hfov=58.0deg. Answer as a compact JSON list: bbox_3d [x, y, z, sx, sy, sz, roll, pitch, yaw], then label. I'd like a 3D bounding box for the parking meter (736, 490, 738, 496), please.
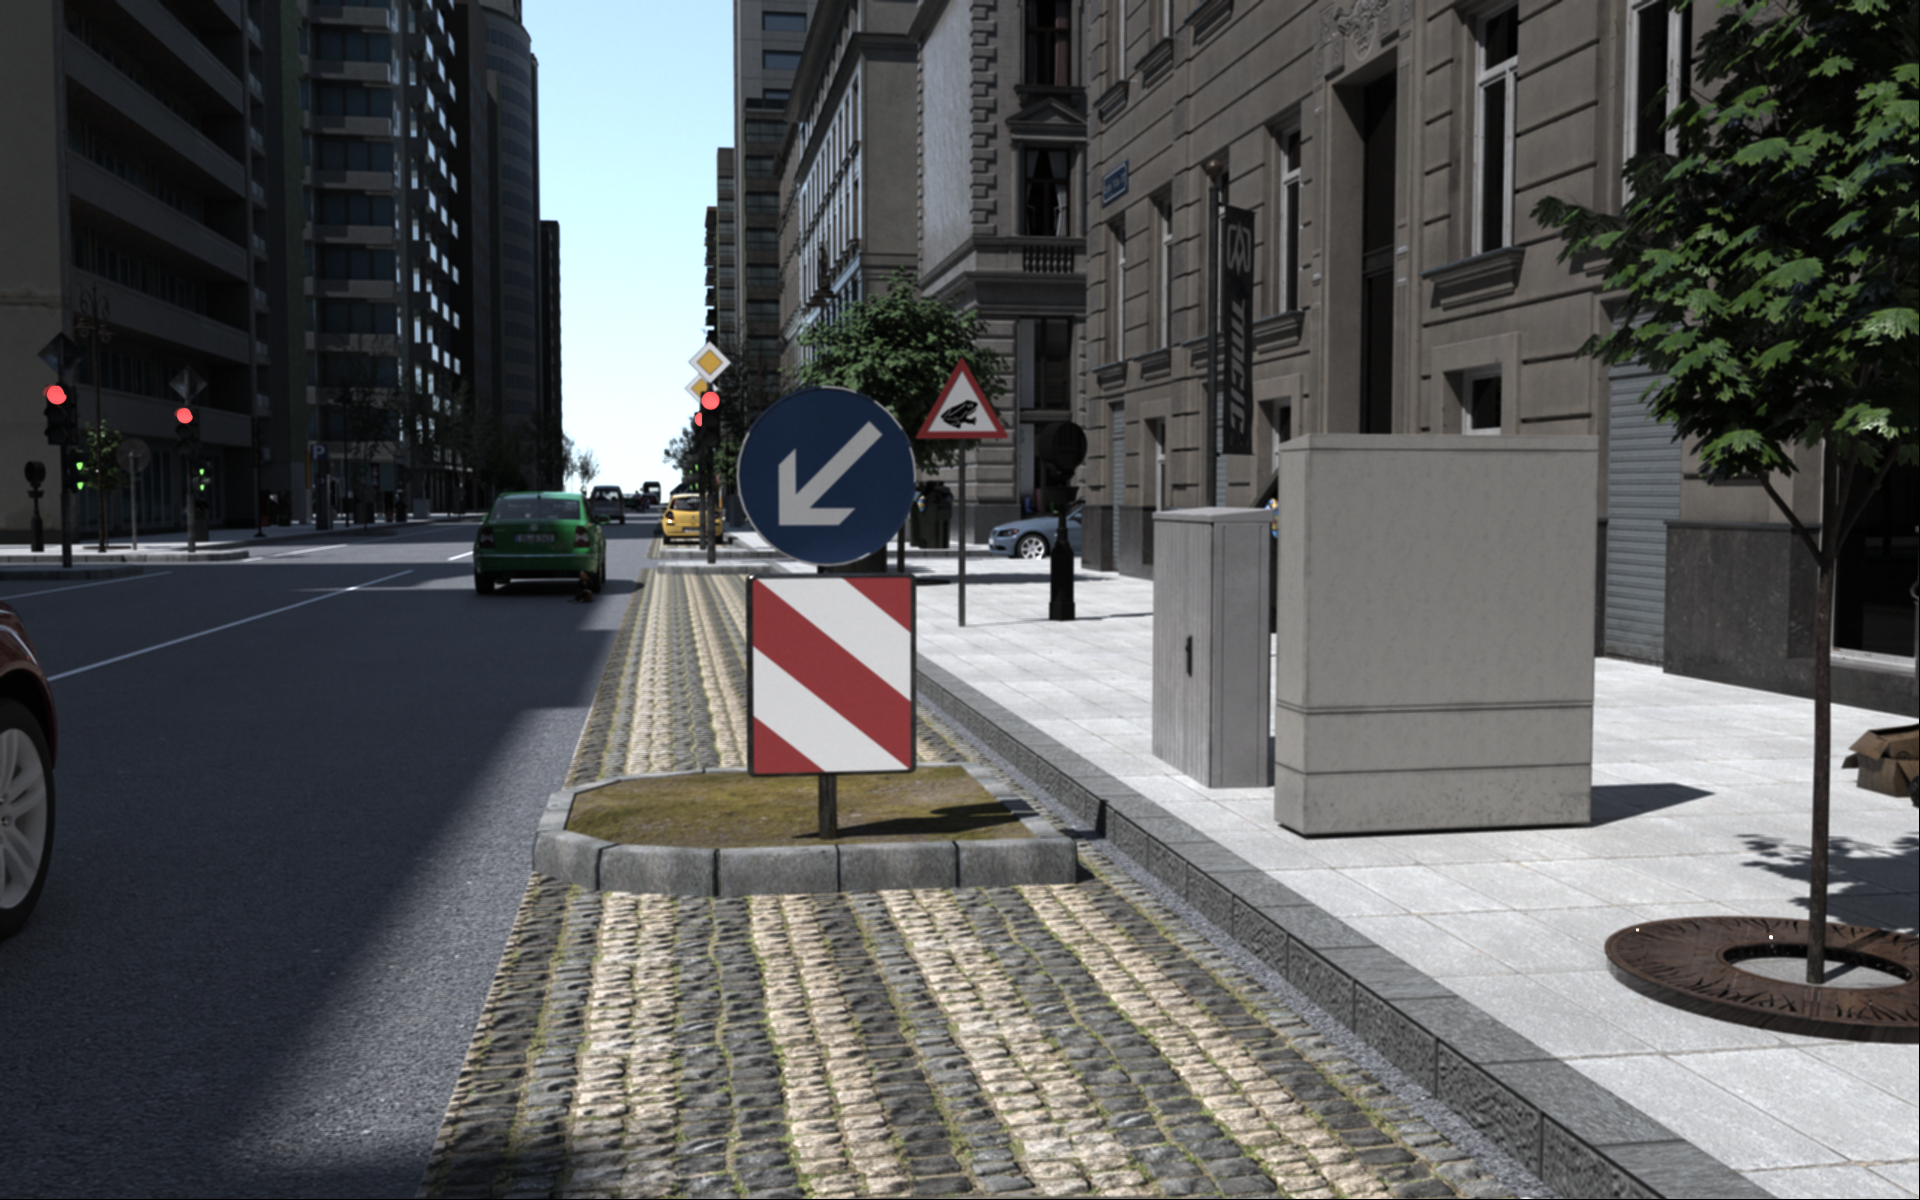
[{"bbox_3d":[-14.604,-6.537,112.586,0.399,1.863,0.255,-3,4,-37],"label":"parking meter"}]

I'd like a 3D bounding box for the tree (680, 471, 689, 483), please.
[{"bbox_3d":[-24.643,-11.357,169.401,4.285,4.588,4.351,0,3,0],"label":"tree"}]

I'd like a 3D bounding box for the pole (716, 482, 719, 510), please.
[{"bbox_3d":[-14.140,-6.544,100.845,0.158,3.312,0.155,0,3,0],"label":"pole"}]

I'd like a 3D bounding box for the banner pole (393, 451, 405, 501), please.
[{"bbox_3d":[-32.271,-6.699,99.541,0.863,3.779,0.401,1,4,17],"label":"banner pole"}]

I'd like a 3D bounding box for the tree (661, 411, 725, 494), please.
[{"bbox_3d":[-29.826,-15.991,195.871,8.767,10.594,7.601,0,4,3],"label":"tree"}]

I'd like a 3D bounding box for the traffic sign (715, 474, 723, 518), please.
[{"bbox_3d":[-12.887,-5.739,93.931,0.768,2.556,0.104,0,4,-6],"label":"traffic sign"}]

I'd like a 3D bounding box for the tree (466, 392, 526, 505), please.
[{"bbox_3d":[-33.769,-10.741,125.981,4.737,8.622,4.395,0,3,0],"label":"tree"}]

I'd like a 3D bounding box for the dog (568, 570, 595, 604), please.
[{"bbox_3d":[-5.092,-0.175,23.062,0.550,0.427,0.748,2,4,27],"label":"dog"}]

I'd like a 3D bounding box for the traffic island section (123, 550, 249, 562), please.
[{"bbox_3d":[-16.879,-0.962,38.014,2.009,0.180,2.903,-1,4,-10],"label":"traffic island section"}]

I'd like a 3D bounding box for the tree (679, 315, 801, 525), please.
[{"bbox_3d":[-8.872,-7.398,71.316,4.360,8.622,3.978,0,3,0],"label":"tree"}]

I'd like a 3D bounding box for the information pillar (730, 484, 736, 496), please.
[{"bbox_3d":[-13.922,-6.220,106.196,0.304,2.012,0.304,0,4,1],"label":"information pillar"}]

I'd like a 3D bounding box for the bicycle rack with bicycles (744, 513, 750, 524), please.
[{"bbox_3d":[-8.183,-3.786,75.276,2.852,0.926,2.925,-1,4,-17],"label":"bicycle rack with bicycles"}]

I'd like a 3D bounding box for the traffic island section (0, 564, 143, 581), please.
[{"bbox_3d":[-15.552,-0.481,30.139,2.009,0.180,2.903,-1,4,-10],"label":"traffic island section"}]

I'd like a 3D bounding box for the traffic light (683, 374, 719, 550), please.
[{"bbox_3d":[-5.933,-3.108,39.733,0.839,4.253,0.868,-1,4,-10],"label":"traffic light"}]

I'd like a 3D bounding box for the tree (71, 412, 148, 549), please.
[{"bbox_3d":[-19.950,-2.820,40.716,1.663,3.219,1.824,0,3,0],"label":"tree"}]

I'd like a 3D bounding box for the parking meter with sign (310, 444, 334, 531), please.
[{"bbox_3d":[-22.670,-4.000,61.666,0.543,3.016,1.738,-1,4,-12],"label":"parking meter with sign"}]

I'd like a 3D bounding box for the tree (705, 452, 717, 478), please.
[{"bbox_3d":[-11.380,-6.505,90.063,4.285,4.588,4.351,0,3,0],"label":"tree"}]

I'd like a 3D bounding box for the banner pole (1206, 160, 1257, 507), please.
[{"bbox_3d":[2.051,-1.423,13.278,0.401,3.779,0.863,3,4,38],"label":"banner pole"}]

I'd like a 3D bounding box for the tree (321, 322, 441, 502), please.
[{"bbox_3d":[-25.755,-7.633,75.162,4.360,8.622,3.978,0,3,0],"label":"tree"}]

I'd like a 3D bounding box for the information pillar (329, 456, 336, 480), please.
[{"bbox_3d":[-38.813,-7.085,107.192,0.183,3.616,0.504,1,4,22],"label":"information pillar"}]

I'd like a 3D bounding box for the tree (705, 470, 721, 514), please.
[{"bbox_3d":[-15.865,-7.143,111.395,1.663,3.219,1.824,0,3,0],"label":"tree"}]

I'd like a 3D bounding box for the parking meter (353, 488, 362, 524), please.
[{"bbox_3d":[-25.631,-3.995,73.735,0.372,1.533,0.369,0,3,0],"label":"parking meter"}]

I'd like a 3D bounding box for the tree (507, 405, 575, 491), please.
[{"bbox_3d":[-44.629,-15.206,183.033,8.767,10.594,7.601,0,4,-3],"label":"tree"}]

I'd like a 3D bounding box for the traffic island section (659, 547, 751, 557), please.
[{"bbox_3d":[-5.891,-1.075,39.854,2.009,0.180,2.903,-1,4,-10],"label":"traffic island section"}]

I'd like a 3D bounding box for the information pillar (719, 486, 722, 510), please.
[{"bbox_3d":[-15.834,-7.542,114.670,0.183,3.616,0.504,-2,4,-25],"label":"information pillar"}]

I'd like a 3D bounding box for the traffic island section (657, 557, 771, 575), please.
[{"bbox_3d":[-4.564,-0.593,31.980,2.009,0.180,2.903,-1,4,-10],"label":"traffic island section"}]

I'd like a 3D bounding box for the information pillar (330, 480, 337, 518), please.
[{"bbox_3d":[-33.935,-5.457,93.710,0.304,2.012,0.304,-2,4,-33],"label":"information pillar"}]

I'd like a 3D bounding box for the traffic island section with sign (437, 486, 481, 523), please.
[{"bbox_3d":[-25.186,-4.804,87.181,1.989,1.847,2.006,-1,4,-10],"label":"traffic island section with sign"}]

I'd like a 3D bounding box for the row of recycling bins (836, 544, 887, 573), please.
[{"bbox_3d":[-1.795,-1.347,29.143,1.069,1.692,3.534,-1,4,-9],"label":"row of recycling bins"}]

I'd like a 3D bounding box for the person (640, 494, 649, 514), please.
[{"bbox_3d":[-23.250,-7.066,127.291,0.557,1.426,1.065,-3,5,-44],"label":"person"}]

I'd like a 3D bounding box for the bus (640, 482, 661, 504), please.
[{"bbox_3d":[-46.536,-16.255,260.630,2.948,3.499,13.247,-1,4,-12],"label":"bus"}]

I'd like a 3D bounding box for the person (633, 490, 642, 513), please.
[{"bbox_3d":[-24.566,-7.489,131.879,0.756,1.711,0.436,-1,4,-21],"label":"person"}]

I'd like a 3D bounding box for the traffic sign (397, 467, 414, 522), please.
[{"bbox_3d":[-25.719,-4.908,80.348,0.768,2.556,0.104,0,4,-5],"label":"traffic sign"}]

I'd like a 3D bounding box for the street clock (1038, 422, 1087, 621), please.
[{"bbox_3d":[1.036,-0.793,17.531,0.471,2.002,0.358,-3,4,-38],"label":"street clock"}]

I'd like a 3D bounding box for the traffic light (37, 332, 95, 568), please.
[{"bbox_3d":[-15.511,-2.513,30.012,0.839,4.253,0.868,-1,4,-10],"label":"traffic light"}]

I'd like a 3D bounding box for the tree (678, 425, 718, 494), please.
[{"bbox_3d":[-26.995,-14.006,179.367,4.737,8.622,4.395,0,3,0],"label":"tree"}]

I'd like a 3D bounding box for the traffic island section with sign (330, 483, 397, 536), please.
[{"bbox_3d":[-20.571,-3.133,59.857,1.989,1.847,2.006,-1,4,-10],"label":"traffic island section with sign"}]

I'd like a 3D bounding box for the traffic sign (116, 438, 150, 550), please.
[{"bbox_3d":[-18.886,-2.413,39.564,0.768,2.556,0.104,0,4,-2],"label":"traffic sign"}]

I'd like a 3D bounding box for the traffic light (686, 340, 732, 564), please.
[{"bbox_3d":[-4.605,-2.626,31.859,0.839,4.253,0.868,-1,4,-10],"label":"traffic light"}]

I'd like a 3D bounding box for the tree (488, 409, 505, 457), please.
[{"bbox_3d":[-30.292,-9.503,105.731,4.360,8.622,3.978,0,3,0],"label":"tree"}]

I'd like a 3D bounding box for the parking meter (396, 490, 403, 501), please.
[{"bbox_3d":[-34.644,-6.034,107.064,0.372,1.533,0.369,0,3,0],"label":"parking meter"}]

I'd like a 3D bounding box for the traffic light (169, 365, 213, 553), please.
[{"bbox_3d":[-16.838,-2.995,37.886,0.839,4.253,0.868,-1,4,-10],"label":"traffic light"}]

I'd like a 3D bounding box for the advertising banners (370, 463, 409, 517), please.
[{"bbox_3d":[-31.704,-6.117,96.204,2.074,3.025,0.090,0,4,-5],"label":"advertising banners"}]

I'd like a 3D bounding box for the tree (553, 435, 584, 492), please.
[{"bbox_3d":[-48.127,-15.960,211.300,4.360,8.622,3.978,0,3,0],"label":"tree"}]

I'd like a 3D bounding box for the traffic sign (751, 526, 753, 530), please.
[{"bbox_3d":[-7.484,-3.806,62.334,0.768,2.556,0.104,0,4,-2],"label":"traffic sign"}]

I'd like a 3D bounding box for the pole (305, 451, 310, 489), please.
[{"bbox_3d":[-30.893,-5.397,82.082,0.158,3.312,0.155,0,3,0],"label":"pole"}]

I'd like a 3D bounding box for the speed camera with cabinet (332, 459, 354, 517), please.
[{"bbox_3d":[-35.069,-6.419,99.283,0.660,3.252,2.038,1,4,21],"label":"speed camera with cabinet"}]

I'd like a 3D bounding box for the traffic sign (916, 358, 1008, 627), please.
[{"bbox_3d":[0.018,-1.020,16.686,0.884,2.594,0.081,0,4,0],"label":"traffic sign"}]

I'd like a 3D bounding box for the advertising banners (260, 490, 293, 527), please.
[{"bbox_3d":[-27.399,-4.403,68.172,2.074,3.025,0.090,-2,4,-29],"label":"advertising banners"}]

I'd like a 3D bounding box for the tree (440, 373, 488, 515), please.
[{"bbox_3d":[-28.094,-8.611,91.160,4.360,8.622,3.978,0,3,0],"label":"tree"}]

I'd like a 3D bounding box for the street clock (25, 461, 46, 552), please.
[{"bbox_3d":[-20.456,-2.066,38.352,0.471,2.002,0.358,2,4,34],"label":"street clock"}]

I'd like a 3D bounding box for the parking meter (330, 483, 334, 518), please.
[{"bbox_3d":[-31.539,-4.946,86.576,0.255,1.863,0.399,1,4,22],"label":"parking meter"}]

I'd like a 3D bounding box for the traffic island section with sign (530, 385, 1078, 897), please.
[{"bbox_3d":[-0.712,0.094,7.096,1.989,1.847,2.006,-1,4,-10],"label":"traffic island section with sign"}]

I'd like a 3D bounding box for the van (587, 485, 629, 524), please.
[{"bbox_3d":[-17.027,-4.686,83.626,2.013,2.044,4.112,-1,4,-11],"label":"van"}]

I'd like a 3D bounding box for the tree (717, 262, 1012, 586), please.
[{"bbox_3d":[-0.936,-2.510,24.745,4.285,4.588,4.351,0,3,0],"label":"tree"}]

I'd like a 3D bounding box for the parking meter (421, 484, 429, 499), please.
[{"bbox_3d":[-31.425,-5.873,101.731,0.399,1.863,0.255,0,4,1],"label":"parking meter"}]

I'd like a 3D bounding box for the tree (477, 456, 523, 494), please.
[{"bbox_3d":[-35.296,-9.128,132.959,4.285,4.588,4.351,0,3,0],"label":"tree"}]

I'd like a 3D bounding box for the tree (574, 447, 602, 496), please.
[{"bbox_3d":[-57.123,-19.243,264.979,4.737,8.622,4.395,0,3,0],"label":"tree"}]

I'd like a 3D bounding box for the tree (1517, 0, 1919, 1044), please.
[{"bbox_3d":[2.206,-0.594,4.318,1.663,3.219,1.824,0,3,0],"label":"tree"}]

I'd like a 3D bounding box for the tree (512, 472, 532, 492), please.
[{"bbox_3d":[-38.219,-9.561,150.915,1.663,3.219,1.824,0,3,0],"label":"tree"}]
